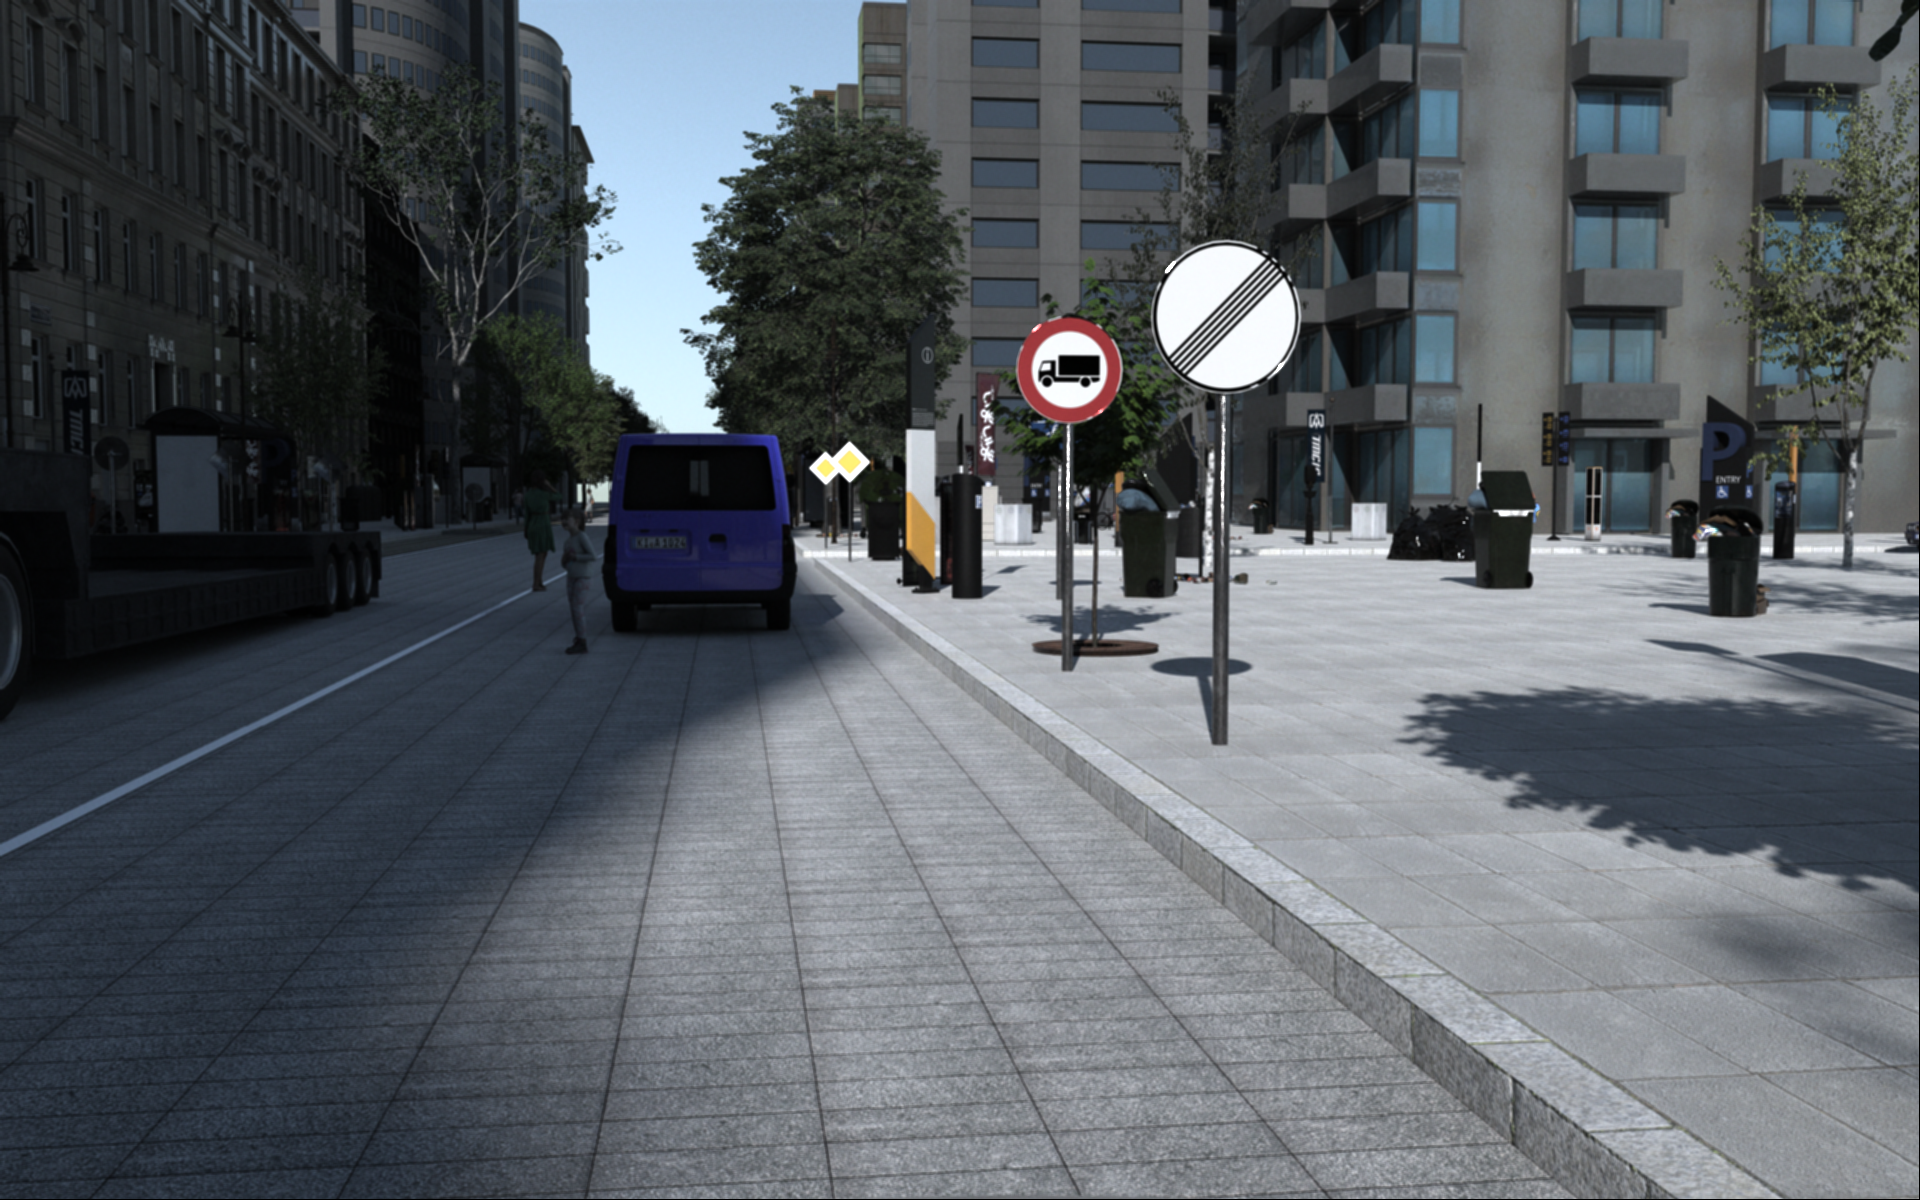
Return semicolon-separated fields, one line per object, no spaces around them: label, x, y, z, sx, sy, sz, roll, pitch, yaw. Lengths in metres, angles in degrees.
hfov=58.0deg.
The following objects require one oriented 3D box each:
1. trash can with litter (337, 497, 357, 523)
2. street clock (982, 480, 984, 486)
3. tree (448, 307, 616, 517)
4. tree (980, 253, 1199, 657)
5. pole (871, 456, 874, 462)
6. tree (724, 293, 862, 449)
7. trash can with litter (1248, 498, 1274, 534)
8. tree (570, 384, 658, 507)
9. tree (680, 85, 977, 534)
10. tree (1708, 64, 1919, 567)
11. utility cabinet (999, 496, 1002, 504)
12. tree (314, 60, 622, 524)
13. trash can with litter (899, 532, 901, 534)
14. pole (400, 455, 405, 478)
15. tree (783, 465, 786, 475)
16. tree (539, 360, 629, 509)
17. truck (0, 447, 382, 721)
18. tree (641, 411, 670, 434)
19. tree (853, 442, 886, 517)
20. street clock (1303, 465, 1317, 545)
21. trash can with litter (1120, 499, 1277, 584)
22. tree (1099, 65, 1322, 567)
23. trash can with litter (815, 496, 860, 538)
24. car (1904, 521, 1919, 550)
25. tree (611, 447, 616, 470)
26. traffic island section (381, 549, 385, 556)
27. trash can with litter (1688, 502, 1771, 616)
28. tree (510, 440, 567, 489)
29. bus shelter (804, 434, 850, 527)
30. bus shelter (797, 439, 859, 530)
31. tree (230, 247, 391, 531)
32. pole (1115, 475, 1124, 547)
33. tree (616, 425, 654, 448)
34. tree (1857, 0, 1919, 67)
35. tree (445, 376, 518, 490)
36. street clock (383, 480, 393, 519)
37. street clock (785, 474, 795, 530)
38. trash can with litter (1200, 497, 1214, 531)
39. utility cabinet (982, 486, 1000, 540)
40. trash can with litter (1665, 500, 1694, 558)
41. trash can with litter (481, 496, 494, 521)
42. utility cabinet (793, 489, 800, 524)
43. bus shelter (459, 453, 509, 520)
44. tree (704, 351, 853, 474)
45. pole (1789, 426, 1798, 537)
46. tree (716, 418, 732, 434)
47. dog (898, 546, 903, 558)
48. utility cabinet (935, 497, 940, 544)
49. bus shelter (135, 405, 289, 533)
trash can with litter;-27.582;-4.069;77.915;1.055;1.170;0.624;-1;4;-22
street clock;0.987;-5.035;86.886;0.471;2.002;0.358;0;4;-2
tree;-24.688;-10.472;96.973;9.928;11.665;9.643;0;3;0
tree;0.971;-1.193;14.109;1.663;3.219;1.824;0;3;0
pole;-4.664;-6.018;92.241;0.158;3.312;0.155;0;3;0
tree;-7.998;-9.759;85.308;9.928;11.665;9.643;0;3;0
trash can with litter;9.737;-2.719;55.851;0.624;1.170;1.055;2;4;27
tree;-35.421;-15.931;177.476;9.611;12.733;9.660;0;3;0
tree;-4.046;-9.113;55.649;9.857;13.997;8.962;0;3;0
tree;15.608;-4.896;30.410;4.737;8.622;4.395;0;3;0
utility cabinet;1.144;-3.430;67.236;1.020;1.237;0.306;-2;4;-35
tree;-20.569;-13.343;74.045;12.611;20.169;13.585;0;3;0
trash can with litter;-1.820;-2.586;53.674;1.055;1.170;0.624;1;4;11
pole;-29.578;-5.993;91.824;0.158;3.312;0.155;0;3;0
tree;-10.275;-6.196;95.910;1.663;3.219;1.824;0;3;0
tree;-32.044;-13.998;146.999;7.486;12.596;7.792;0;3;0
truck;-7.566;-1.452;13.496;2.967;4.110;18.799;0;4;-8
tree;-46.533;-21.160;256.335;12.009;13.543;11.850;0;3;0
tree;-5.526;-7.051;99.003;4.285;4.588;4.351;0;3;0
street clock;8.833;-2.395;43.736;0.358;2.002;0.471;0;4;2
trash can with litter;3.562;-0.869;25.270;1.678;1.210;2.233;-3;5;-44
tree;4.401;-4.907;30.600;4.360;8.622;3.978;0;3;0
trash can with litter;-3.577;-2.513;52.140;1.678;1.210;2.233;2;4;26
car;24.606;-1.742;41.063;3.894;1.354;1.945;-1;4;-8
tree;-36.718;-14.592;188.944;4.360;8.622;3.978;0;3;0
traffic island section;-14.275;-1.042;39.311;2.009;0.180;2.903;0;4;-8
trash can with litter;8.220;-0.428;18.383;0.624;1.170;1.055;3;4;37
tree;-25.494;-7.400;104.709;4.285;4.588;4.351;0;3;0
bus shelter;-5.450;-4.867;70.866;1.731;3.624;6.357;0;4;-8
bus shelter;-4.889;-4.282;63.939;2.014;3.302;5.546;0;4;-8
tree;-18.716;-6.182;51.438;4.737;8.622;4.395;0;3;0
pole;3.835;-2.922;41.611;0.158;3.312;0.155;0;3;0
tree;-40.077;-16.901;210.750;8.767;10.594;7.601;3;5;40
tree;3.211;-1.180;3.008;4.285;4.588;4.351;0;3;0
tree;-30.066;-9.693;108.842;4.737;8.622;4.395;0;3;0
street clock;-29.916;-5.264;90.631;0.358;2.002;0.471;2;4;26
street clock;-6.156;-3.553;62.662;0.358;2.002;0.471;-2;4;-27
trash can with litter;8.786;-2.971;59.963;0.624;1.170;1.055;-2;4;-34
utility cabinet;0.480;-2.362;47.289;1.173;1.500;0.318;1;4;9
trash can with litter;14.583;-1.445;35.012;0.624;1.170;1.055;1;4;22
trash can with litter;-22.434;-4.285;81.440;1.055;1.170;0.624;2;4;31
utility cabinet;-7.073;-3.925;72.859;0.318;1.500;1.173;1;4;14
bus shelter;-24.479;-5.804;88.816;2.014;3.302;5.546;0;4;-8
tree;-10.772;-11.540;105.687;9.611;12.733;9.660;0;3;0
pole;24.926;-3.548;51.847;0.158;3.312;0.155;0;3;0
tree;-20.300;-16.482;179.847;12.009;13.543;11.850;0;3;0
dog;-1.377;-1.012;35.840;0.540;0.507;0.406;-1;4;-12
utility cabinet;-0.913;-2.010;44.030;1.020;1.237;0.306;-2;4;-33
bus shelter;-18.121;-2.959;42.305;2.014;3.302;5.546;0;4;-7
